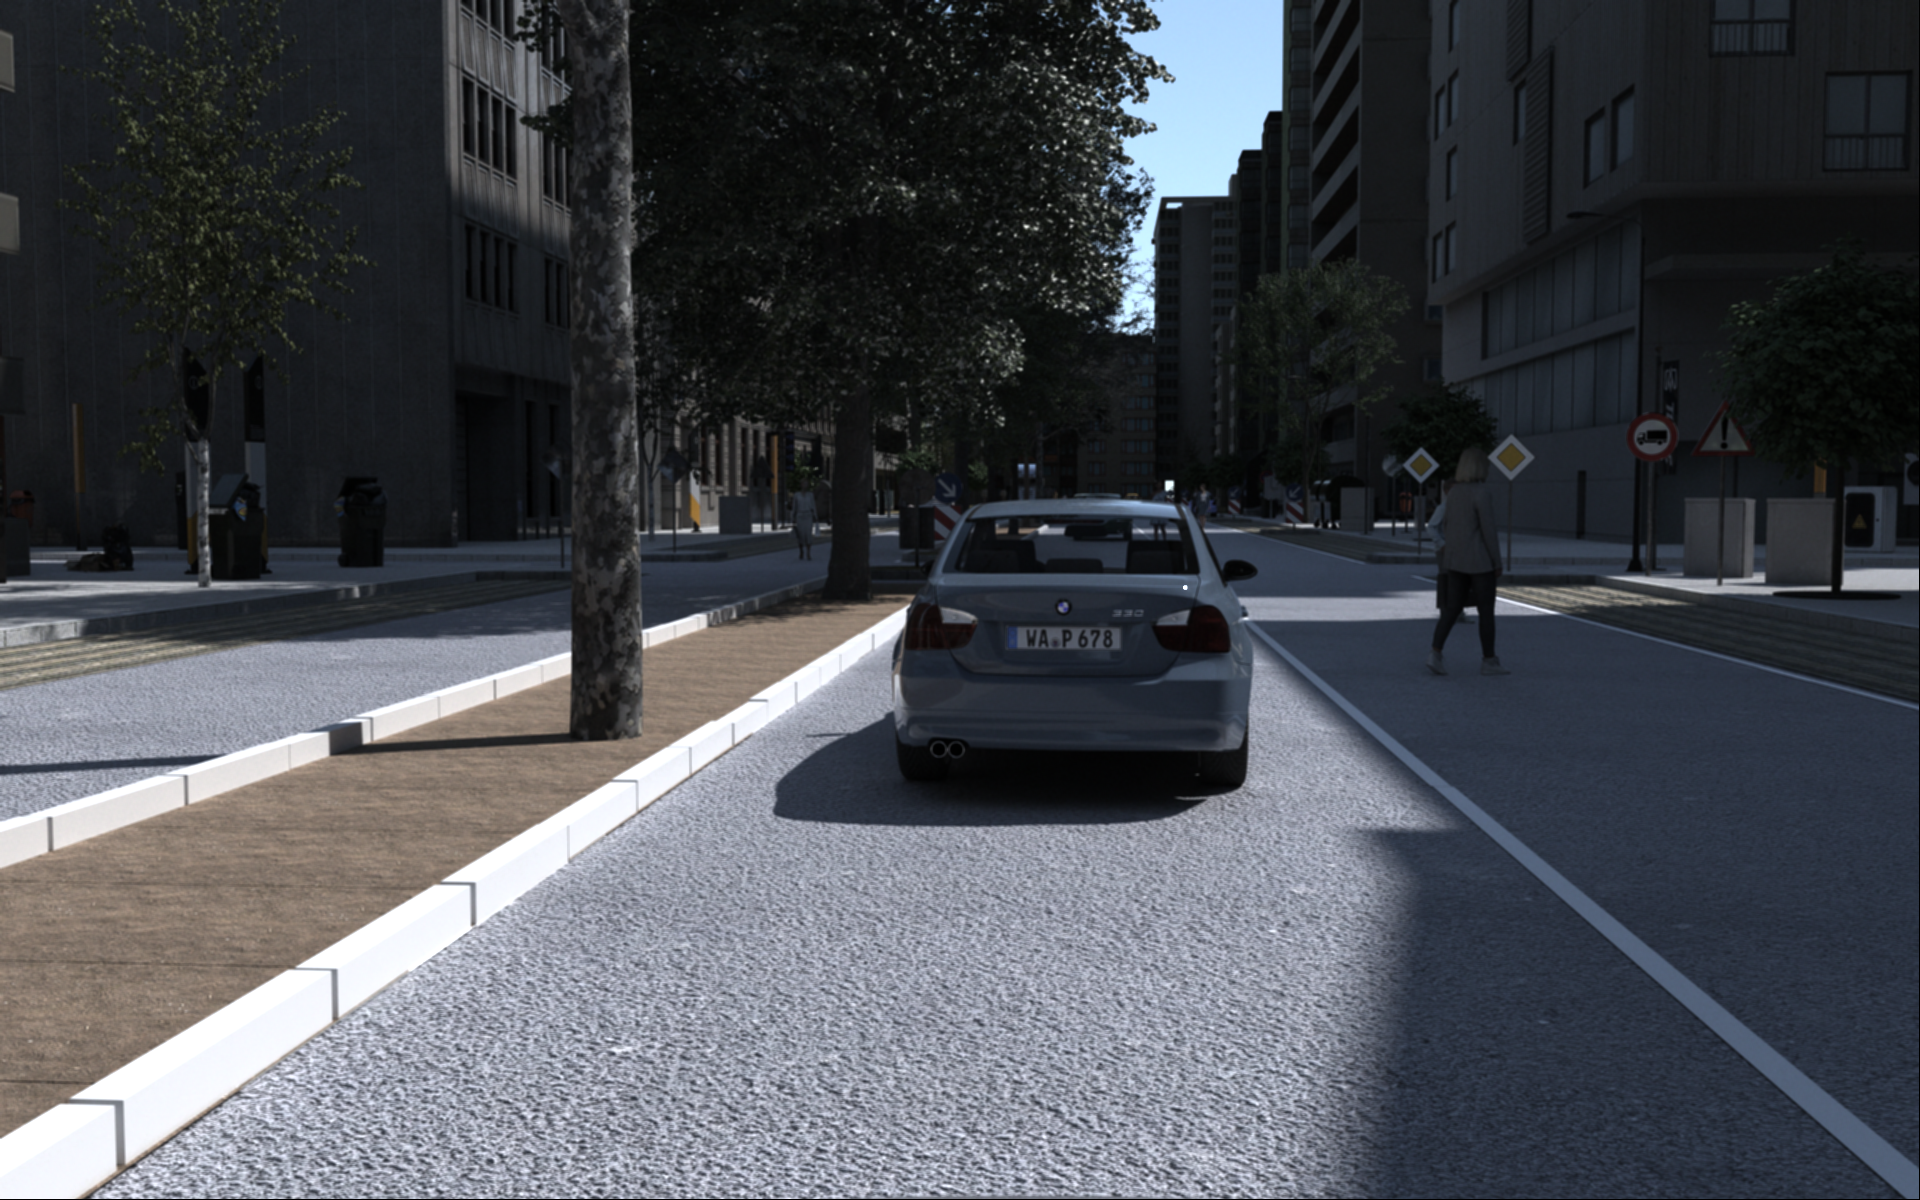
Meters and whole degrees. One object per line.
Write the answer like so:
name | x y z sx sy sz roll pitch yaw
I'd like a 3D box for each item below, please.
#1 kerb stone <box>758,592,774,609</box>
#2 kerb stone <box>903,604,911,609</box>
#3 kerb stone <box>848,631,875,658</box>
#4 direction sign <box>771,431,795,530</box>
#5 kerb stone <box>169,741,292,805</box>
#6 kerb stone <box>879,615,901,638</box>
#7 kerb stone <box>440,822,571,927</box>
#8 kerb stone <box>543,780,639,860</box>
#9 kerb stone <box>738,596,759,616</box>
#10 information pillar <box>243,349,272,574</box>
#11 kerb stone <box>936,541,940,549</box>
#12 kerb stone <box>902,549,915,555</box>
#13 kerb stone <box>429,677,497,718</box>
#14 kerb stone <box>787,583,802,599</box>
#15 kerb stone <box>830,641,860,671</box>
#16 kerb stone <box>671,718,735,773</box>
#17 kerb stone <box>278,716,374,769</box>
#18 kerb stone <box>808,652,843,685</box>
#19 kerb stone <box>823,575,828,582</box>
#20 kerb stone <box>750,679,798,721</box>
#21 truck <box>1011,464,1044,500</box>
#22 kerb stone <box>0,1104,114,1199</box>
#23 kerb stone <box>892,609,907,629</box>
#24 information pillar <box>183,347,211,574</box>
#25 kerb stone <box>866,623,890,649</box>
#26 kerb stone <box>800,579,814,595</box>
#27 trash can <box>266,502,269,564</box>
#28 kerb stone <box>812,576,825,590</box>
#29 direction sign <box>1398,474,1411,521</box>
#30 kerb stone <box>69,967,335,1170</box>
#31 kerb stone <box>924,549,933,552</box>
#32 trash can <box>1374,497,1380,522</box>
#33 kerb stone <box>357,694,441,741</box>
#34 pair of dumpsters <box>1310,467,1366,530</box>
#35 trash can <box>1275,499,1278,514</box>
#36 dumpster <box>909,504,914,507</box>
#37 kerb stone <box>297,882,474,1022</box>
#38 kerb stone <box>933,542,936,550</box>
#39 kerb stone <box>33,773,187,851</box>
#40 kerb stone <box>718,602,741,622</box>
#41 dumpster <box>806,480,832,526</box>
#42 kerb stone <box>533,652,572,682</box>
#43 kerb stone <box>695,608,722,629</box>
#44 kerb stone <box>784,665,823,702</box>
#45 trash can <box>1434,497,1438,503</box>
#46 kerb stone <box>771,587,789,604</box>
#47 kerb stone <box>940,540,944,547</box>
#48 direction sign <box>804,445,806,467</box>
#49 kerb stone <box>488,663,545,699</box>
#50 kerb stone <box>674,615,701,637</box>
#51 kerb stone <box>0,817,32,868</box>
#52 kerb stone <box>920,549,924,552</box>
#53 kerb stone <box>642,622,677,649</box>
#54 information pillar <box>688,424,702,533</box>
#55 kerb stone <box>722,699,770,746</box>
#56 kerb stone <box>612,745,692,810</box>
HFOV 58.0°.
kerb stone | -2.513 0.032 21.700 0.120 0.150 1.000 0 4 5
kerb stone | -0.577 0.167 19.496 0.120 0.150 1.000 0 4 5
kerb stone | -0.903 0.415 15.412 0.120 0.150 1.000 0 4 5
direction sign | -6.389 -4.310 62.463 0.876 3.537 0.379 1 4 11
kerb stone | -3.555 0.844 8.432 0.120 0.150 1.000 0 4 5
kerb stone | -0.737 0.290 17.452 0.120 0.150 1.000 0 4 5
kerb stone | -1.621 0.976 6.230 0.120 0.150 1.000 0 4 5
kerb stone | -1.545 0.920 7.250 0.120 0.150 1.000 0 4 5
kerb stone | -2.586 0.093 20.681 0.120 0.150 1.000 0 4 5
information pillar | -11.260 -2.223 27.701 0.183 3.616 0.504 0 4 6
kerb stone | -0.686 -1.382 44.793 0.120 0.150 1.000 0 4 5
kerb stone | -1.169 -1.006 38.641 0.120 0.150 1.000 0 4 5
kerb stone | -3.324 0.655 11.491 0.120 0.150 1.000 0 4 5
kerb stone | -2.347 -0.095 23.746 0.120 0.150 1.000 0 4 5
kerb stone | -0.976 0.477 14.393 0.120 0.150 1.000 0 4 5
kerb stone | -1.385 0.789 9.293 0.120 0.150 1.000 0 4 5
kerb stone | -3.483 0.788 9.452 0.120 0.150 1.000 0 4 5
kerb stone | -1.058 0.540 13.370 0.120 0.150 1.000 0 4 5
kerb stone | -2.109 -0.279 26.808 0.120 0.150 1.000 0 4 5
kerb stone | -1.222 0.665 11.331 0.120 0.150 1.000 0 4 5
truck | 6.549 -10.516 161.689 2.967 4.110 18.799 0 4 4
kerb stone | -1.872 1.165 3.144 0.120 0.150 1.000 0 4 5
kerb stone | -0.660 0.227 18.478 0.120 0.150 1.000 0 4 5
information pillar | -12.237 -2.229 27.793 0.183 3.616 0.504 1 4 17
kerb stone | -0.813 0.352 16.433 0.120 0.150 1.000 0 4 5
kerb stone | -2.267 -0.157 24.765 0.120 0.150 1.000 0 4 5
trash can | -12.400 -1.129 30.121 0.748 1.137 0.748 0 3 0
kerb stone | -2.189 -0.220 25.787 0.120 0.150 1.000 0 4 5
direction sign | 20.960 -5.505 81.997 0.379 3.537 0.876 -3 5 -43
kerb stone | -1.790 1.102 4.171 0.120 0.150 1.000 0 4 5
kerb stone | -0.846 -1.257 42.750 0.120 0.150 1.000 0 4 5
trash can | 18.822 -4.127 79.131 0.748 1.137 0.748 0 3 0
kerb stone | -3.400 0.717 10.472 0.120 0.150 1.000 0 4 5
pair of dumpsters | 14.030 -3.776 64.227 1.574 2.255 4.437 0 4 5
trash can | 19.153 -5.782 106.184 0.748 1.137 0.748 0 3 0
dumpster | -2.868 -6.383 106.862 1.502 2.255 1.985 0 4 4
kerb stone | -1.707 1.043 5.198 0.120 0.150 1.000 0 4 5
kerb stone | -0.765 -1.318 43.771 0.120 0.150 1.000 0 4 5
kerb stone | -3.639 0.908 7.411 0.120 0.150 1.000 0 4 5
kerb stone | -2.674 0.155 19.663 0.120 0.150 1.000 0 4 5
dumpster | -5.759 -3.985 70.914 1.264 1.857 1.865 0 4 5
kerb stone | -3.161 0.530 13.529 0.120 0.150 1.000 0 4 5
kerb stone | -2.751 0.218 18.626 0.120 0.150 1.000 0 4 5
kerb stone | -1.137 0.603 12.349 0.120 0.150 1.000 0 4 5
trash can | 21.851 -4.088 78.488 0.748 1.137 0.748 0 3 0
kerb stone | -2.429 -0.032 22.719 0.120 0.150 1.000 0 4 5
kerb stone | -0.604 -1.444 45.812 0.120 0.150 1.000 0 4 5
direction sign | -7.133 -5.362 79.660 0.379 3.537 0.876 0 4 0
kerb stone | -3.238 0.594 12.509 0.120 0.150 1.000 0 4 5
kerb stone | -2.832 0.288 17.608 0.120 0.150 1.000 0 4 5
kerb stone | -3.722 0.967 6.386 0.120 0.150 1.000 0 4 5
kerb stone | -1.012 -1.132 40.696 0.120 0.150 1.000 0 4 5
kerb stone | -2.914 0.346 16.589 0.120 0.150 1.000 0 4 5
information pillar | -8.857 -4.061 57.759 0.183 3.616 0.504 2 4 30
kerb stone | -1.300 0.740 10.312 0.120 0.150 1.000 0 4 5
kerb stone | -1.467 0.851 8.275 0.120 0.150 1.000 0 4 5
